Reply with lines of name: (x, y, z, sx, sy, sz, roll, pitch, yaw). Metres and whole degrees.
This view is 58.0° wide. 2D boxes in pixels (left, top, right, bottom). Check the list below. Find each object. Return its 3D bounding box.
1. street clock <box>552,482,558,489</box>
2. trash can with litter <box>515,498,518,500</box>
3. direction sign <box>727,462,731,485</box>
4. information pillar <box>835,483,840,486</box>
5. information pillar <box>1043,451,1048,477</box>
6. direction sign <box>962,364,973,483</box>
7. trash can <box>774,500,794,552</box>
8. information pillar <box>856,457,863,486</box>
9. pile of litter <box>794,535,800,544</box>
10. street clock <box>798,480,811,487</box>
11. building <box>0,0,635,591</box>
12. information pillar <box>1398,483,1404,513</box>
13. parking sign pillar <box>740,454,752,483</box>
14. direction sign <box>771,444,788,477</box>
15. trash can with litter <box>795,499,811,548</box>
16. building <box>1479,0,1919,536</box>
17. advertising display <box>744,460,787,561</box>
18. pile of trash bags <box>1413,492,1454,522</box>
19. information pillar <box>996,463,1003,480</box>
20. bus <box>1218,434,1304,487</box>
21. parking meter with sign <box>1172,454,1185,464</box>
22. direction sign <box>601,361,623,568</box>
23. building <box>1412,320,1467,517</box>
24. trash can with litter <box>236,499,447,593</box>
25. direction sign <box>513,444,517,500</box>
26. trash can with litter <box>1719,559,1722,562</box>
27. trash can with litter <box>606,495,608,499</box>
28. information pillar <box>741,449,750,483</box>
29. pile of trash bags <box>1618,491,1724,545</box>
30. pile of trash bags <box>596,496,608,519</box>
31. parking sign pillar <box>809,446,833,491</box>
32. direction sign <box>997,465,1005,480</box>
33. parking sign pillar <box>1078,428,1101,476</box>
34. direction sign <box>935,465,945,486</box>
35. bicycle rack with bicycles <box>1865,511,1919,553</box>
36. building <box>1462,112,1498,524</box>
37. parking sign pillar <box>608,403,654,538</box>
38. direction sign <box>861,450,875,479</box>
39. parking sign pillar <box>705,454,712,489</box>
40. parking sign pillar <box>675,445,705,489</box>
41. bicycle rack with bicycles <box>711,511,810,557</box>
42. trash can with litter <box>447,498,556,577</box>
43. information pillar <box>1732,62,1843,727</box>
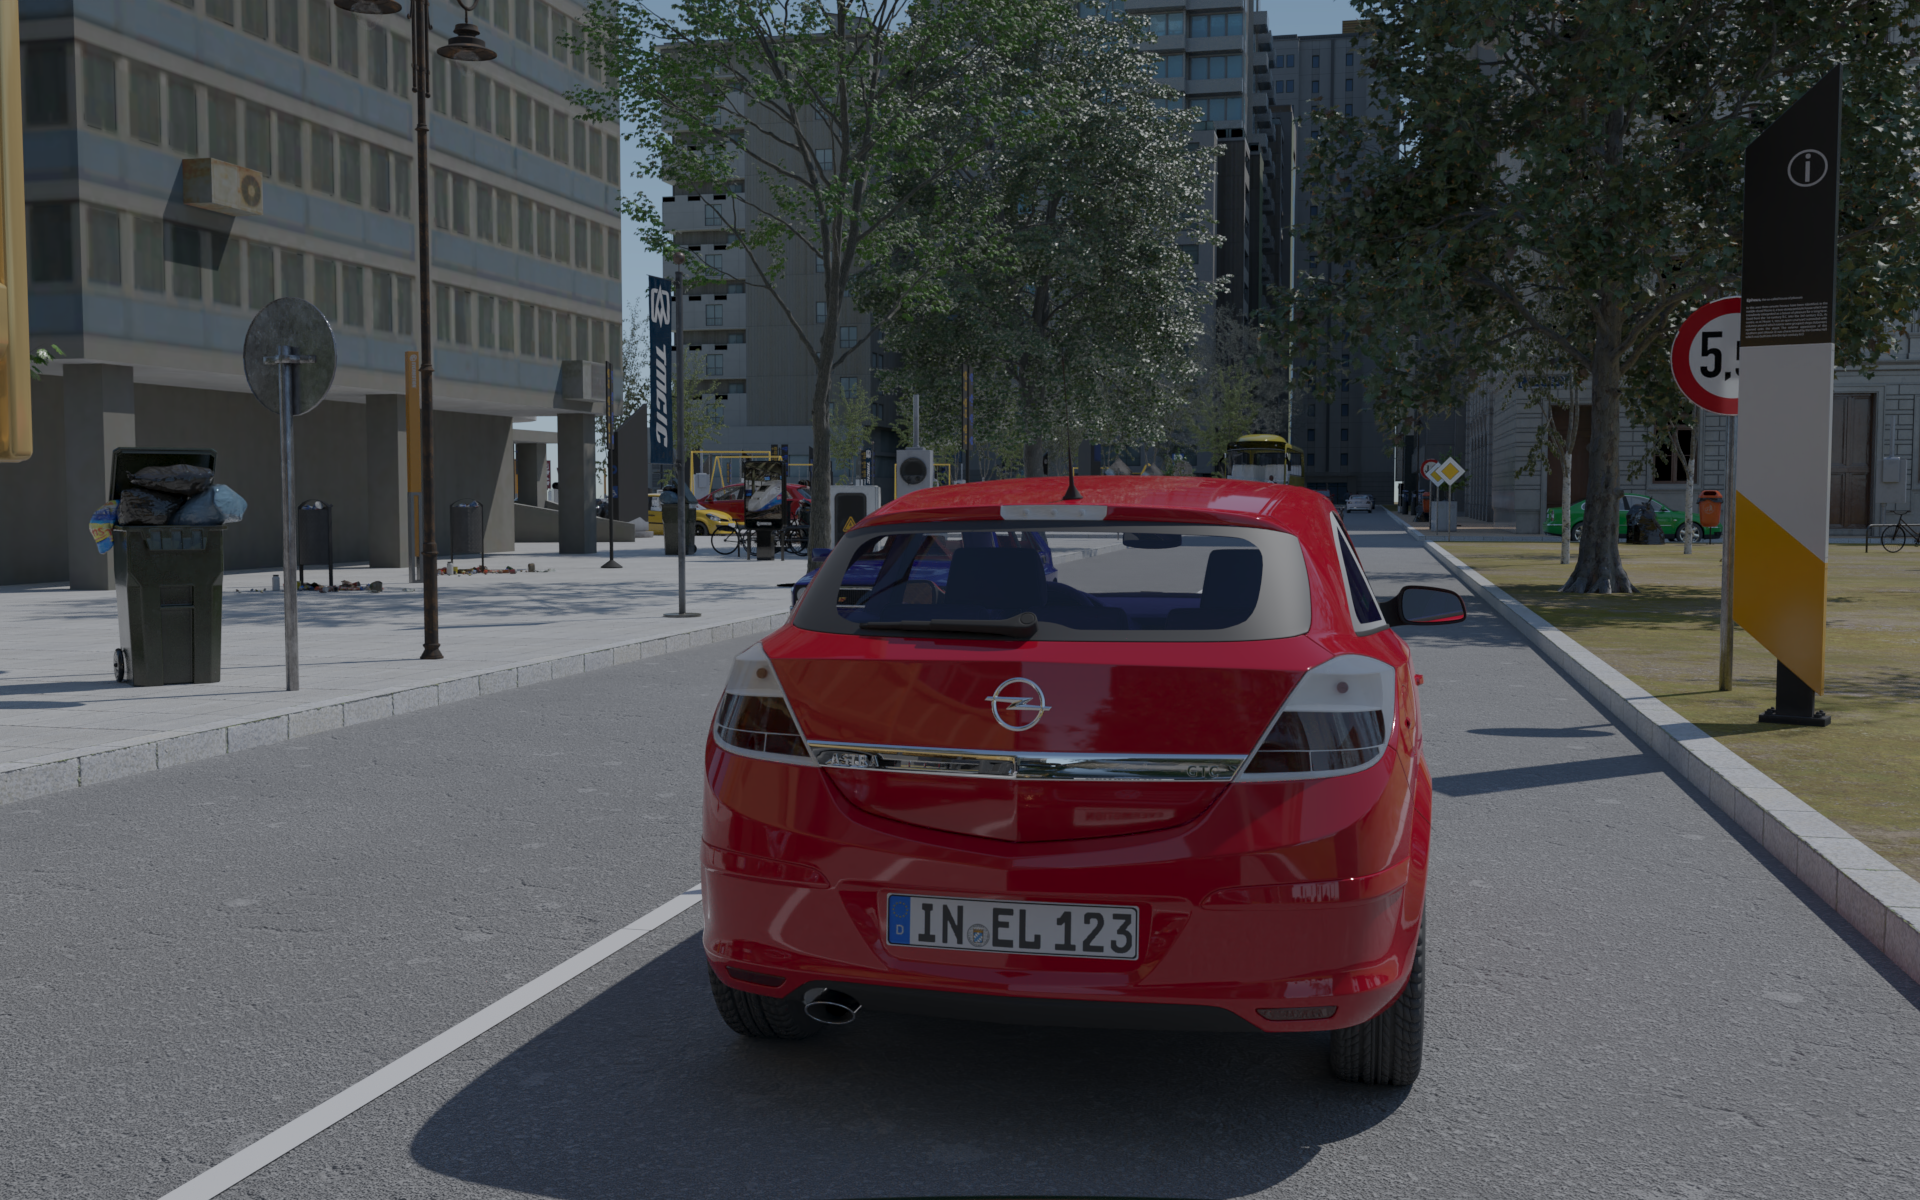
street clock: (-24.400, -6.121, 104.645, 0.471, 2.002, 0.358, -2, 4, -26)
trash can with litter: (-16.612, -3.209, 63.851, 1.055, 1.170, 0.624, -2, 4, -30)
direction sign: (-16.574, -8.092, 124.294, 0.379, 3.537, 0.876, 1, 4, 11)
information pillar: (-8.374, -6.981, 118.628, 0.304, 2.012, 0.304, 0, 4, 4)
information pillar: (4.624, -6.343, 95.056, 0.504, 3.616, 0.183, -3, 4, -38)
direction sign: (0.132, -2.359, 30.574, 0.379, 3.537, 0.876, 1, 4, 12)
trash can: (-4.085, -1.654, 38.699, 0.748, 1.137, 0.748, 0, 3, 0)
information pillar: (-5.718, -6.558, 98.570, 0.504, 3.616, 0.183, 3, 5, 40)
pile of litter: (-3.911, -1.893, 44.916, 1.176, 0.858, 1.719, 1, 4, 16)
street clock: (-7.908, -5.059, 87.284, 0.471, 2.002, 0.358, 1, 4, 11)
building: (-20.099, -20.884, 33.335, 23.993, 40.220, 32.217, 1, 4, 13)
information pillar: (29.459, -6.801, 115.681, 0.304, 2.012, 0.304, -1, 4, -14)
parking sign pillar: (-14.379, -7.873, 117.195, 1.447, 3.967, 1.447, -3, 5, -39)
direction sign: (-8.207, -5.315, 78.902, 0.876, 3.537, 0.379, 1, 4, 23)
trash can with litter: (-3.330, -1.810, 40.983, 1.055, 1.170, 0.624, -1, 4, -18)
building: (28.353, -13.519, 57.195, 21.152, 22.565, 11.583, 1, 4, 13)
advertising display: (-3.756, -1.725, 33.413, 0.974, 1.923, 0.123, 2, 4, 33)
pile of trash bags: (21.703, -4.264, 79.475, 1.912, 1.369, 3.447, 2, 4, 24)
information pillar: (2.917, -8.340, 127.714, 0.504, 3.616, 0.183, 1, 4, 23)
bus: (13.234, -5.094, 74.835, 2.896, 3.916, 12.252, 1, 4, 15)
parking meter with sign: (9.792, -4.839, 75.377, 0.543, 3.016, 1.738, 2, 4, 28)
direction sign: (-6.040, -2.320, 29.929, 0.379, 3.537, 0.876, 0, 4, -5)
building: (36.750, -17.840, 110.745, 14.314, 24.678, 30.058, 1, 4, 13)
trash can with litter: (-8.277, -0.722, 22.860, 2.233, 1.210, 1.678, 1, 4, 22)
direction sign: (-17.723, -4.699, 68.829, 0.379, 3.537, 0.876, 3, 5, 41)
trash can with litter: (14.048, -1.182, 30.710, 1.055, 1.170, 0.624, 3, 5, 40)
trash can with litter: (-28.439, -7.928, 140.677, 2.233, 1.210, 1.678, 3, 5, 43)
information pillar: (-11.221, -6.069, 90.577, 0.504, 3.616, 0.183, -3, 5, -40)
pile of trash bags: (17.714, -2.121, 44.433, 3.447, 1.369, 1.912, 2, 4, 28)
pile of trash bags: (-17.652, -4.664, 86.013, 3.447, 1.369, 1.912, -2, 4, -26)
parking sign pillar: (-7.744, -6.603, 96.438, 1.447, 3.967, 1.447, -1, 4, -15)
direction sign: (3.151, -8.690, 134.079, 0.876, 3.537, 0.379, -3, 4, -38)
parking sign pillar: (5.033, -4.830, 67.448, 1.447, 3.967, 1.447, -1, 4, -18)
direction sign: (-1.522, -8.588, 132.418, 0.876, 3.537, 0.379, -1, 4, -23)
bicycle rack with bicycles: (21.149, -1.460, 37.257, 2.925, 0.926, 2.852, -1, 4, -20)
building: (31.415, -14.818, 84.073, 13.314, 21.916, 24.055, 1, 4, 13)
parking sign pillar: (-9.775, -3.823, 50.986, 1.447, 3.967, 1.447, 2, 4, 31)
direction sign: (-4.738, -5.950, 89.287, 0.876, 3.537, 0.379, 2, 4, 34)
parking sign pillar: (-16.967, -7.760, 115.350, 1.447, 3.967, 1.447, 1, 4, 19)
parking sign pillar: (-14.536, -6.358, 92.422, 1.447, 3.967, 1.447, -1, 4, -13)
bicycle rack with bicycles: (-3.776, -1.399, 36.260, 2.925, 0.926, 2.852, 0, 4, 2)
trash can with litter: (-7.551, -1.037, 28.005, 2.233, 1.210, 1.678, -2, 4, -33)
information pillar: (4.611, -1.119, 9.644, 0.504, 3.616, 0.183, 3, 4, 36)
